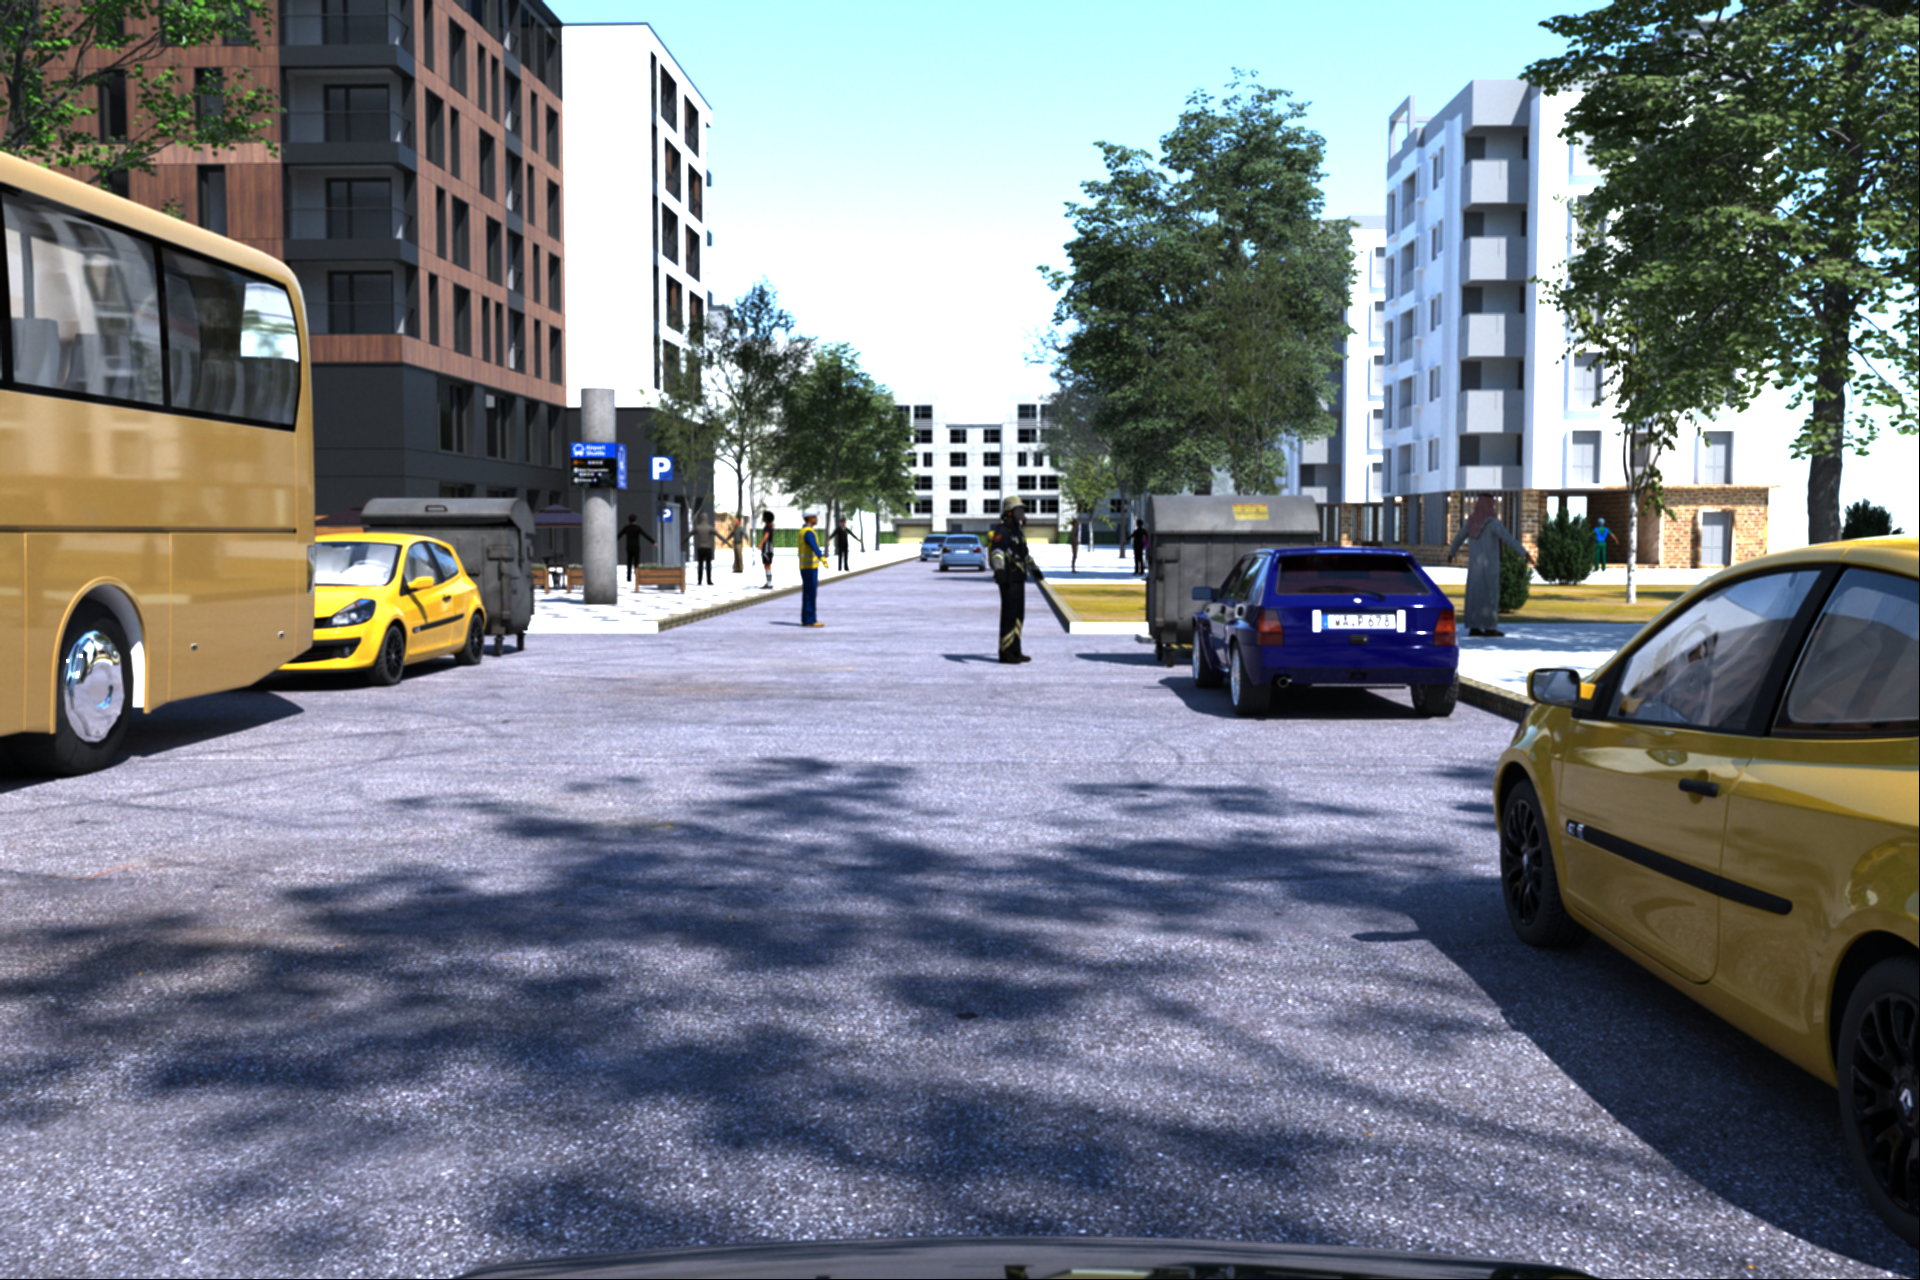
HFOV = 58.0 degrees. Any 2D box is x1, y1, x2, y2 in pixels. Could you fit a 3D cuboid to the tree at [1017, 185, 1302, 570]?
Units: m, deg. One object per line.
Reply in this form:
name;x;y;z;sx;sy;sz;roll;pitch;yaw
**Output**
tree;7.200;-9.286;62.189;12.009;13.543;11.850;0;3;0

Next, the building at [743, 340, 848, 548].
building;-21.056;-18.787;173.622;16.747;18.905;31.486;0;4;2

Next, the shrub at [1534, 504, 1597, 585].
shrub;15.172;-2.385;43.415;1.690;2.028;1.600;0;3;0

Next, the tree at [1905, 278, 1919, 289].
tree;20.092;-6.778;28.941;7.486;12.596;7.792;0;3;0

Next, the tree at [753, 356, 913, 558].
tree;-6.962;-9.583;91.092;8.767;10.594;7.601;-2;4;-27

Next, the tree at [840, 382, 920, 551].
tree;-6.570;-12.933;129.589;7.486;12.596;7.792;0;3;0

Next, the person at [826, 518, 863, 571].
person;-4.012;-3.286;59.658;1.347;1.837;0.705;-2;4;-26

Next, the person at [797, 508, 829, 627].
person;-2.299;-1.126;26.830;0.705;1.833;1.349;-1;4;-19

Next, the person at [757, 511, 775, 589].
person;-4.529;-2.102;40.514;0.704;1.843;1.345;0;4;2

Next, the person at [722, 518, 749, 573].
person;-7.302;-3.091;56.808;1.348;1.796;0.705;3;5;44

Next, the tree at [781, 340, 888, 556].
tree;-7.543;-11.234;101.808;7.486;12.596;7.792;0;3;0

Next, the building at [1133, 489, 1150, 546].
building;28.579;-19.863;191.221;16.747;18.905;31.486;0;4;2

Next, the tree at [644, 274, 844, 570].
tree;-7.640;-7.778;61.579;7.601;10.594;8.767;-1;4;-13

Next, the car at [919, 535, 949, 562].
car;-1.157;-4.857;91.408;2.014;1.417;4.499;0;4;1

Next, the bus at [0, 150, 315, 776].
bus;-6.401;-0.974;7.475;2.896;3.916;12.252;0;4;1

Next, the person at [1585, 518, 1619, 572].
person;21.865;-3.245;59.180;1.347;1.817;0.704;0;4;-1

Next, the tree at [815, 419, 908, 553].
tree;-6.934;-11.222;117.898;7.601;10.594;8.767;1;4;13

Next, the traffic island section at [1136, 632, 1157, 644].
traffic island section;3.373;-0.017;23.151;1.991;0.108;1.994;0;4;1

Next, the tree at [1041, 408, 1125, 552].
tree;9.418;-11.998;121.928;9.928;11.665;9.643;0;3;0

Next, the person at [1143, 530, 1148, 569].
person;6.851;-3.275;62.812;0.599;1.433;0.991;-2;4;-31

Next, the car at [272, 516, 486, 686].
car;-6.147;-0.449;17.558;2.015;1.641;3.980;0;4;1

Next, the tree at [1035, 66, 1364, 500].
tree;6.885;-8.716;49.157;9.857;13.997;8.962;0;3;0

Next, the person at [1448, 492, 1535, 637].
person;6.617;-0.957;21.788;0.704;1.811;1.347;-2;4;-32

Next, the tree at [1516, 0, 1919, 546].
tree;9.784;-6.162;18.874;7.486;12.596;7.792;0;3;0

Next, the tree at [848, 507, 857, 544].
tree;-13.834;-16.459;219.461;4.737;8.622;4.395;0;3;0

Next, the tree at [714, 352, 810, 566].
tree;-8.474;-7.262;69.096;4.360;8.622;3.978;0;3;0

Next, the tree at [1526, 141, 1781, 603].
tree;12.721;-4.988;31.916;4.737;8.622;4.395;0;3;0

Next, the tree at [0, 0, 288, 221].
tree;-11.595;-5.772;20.130;9.928;11.665;9.643;0;3;0

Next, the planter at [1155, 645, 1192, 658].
planter;3.368;0.021;20.796;1.991;0.319;1.994;0;4;2

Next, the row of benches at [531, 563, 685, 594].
row of benches;-8.015;-1.336;37.314;4.104;0.672;1.422;-1;4;-11

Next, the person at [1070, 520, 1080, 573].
person;3.868;-3.089;57.310;0.721;1.733;1.217;0;4;7

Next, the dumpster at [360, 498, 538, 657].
dumpster;-6.100;-0.764;20.707;1.865;1.857;1.264;0;4;1

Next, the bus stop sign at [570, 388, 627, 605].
bus stop sign;-6.556;-2.597;31.470;0.837;3.901;0.837;0;4;1

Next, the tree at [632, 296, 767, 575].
tree;-8.467;-6.342;54.052;4.360;8.622;3.978;0;3;0

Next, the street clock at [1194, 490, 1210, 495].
street clock;3.952;-1.453;28.331;0.358;2.002;0.471;0;4;2

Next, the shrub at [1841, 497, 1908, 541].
shrub;18.573;-1.928;35.559;1.661;2.075;1.752;0;3;0

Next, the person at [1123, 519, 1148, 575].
person;5.532;-2.898;54.102;1.216;1.740;0.721;-3;5;-42

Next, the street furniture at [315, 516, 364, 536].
street furniture;-15.376;-2.226;43.244;11.010;1.723;9.812;-2;4;-26

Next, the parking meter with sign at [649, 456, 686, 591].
parking meter with sign;-6.656;-2.657;39.700;0.543;3.016;1.738;0;4;2

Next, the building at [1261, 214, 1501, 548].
building;23.452;-15.157;104.236;16.016;20.090;11.380;0;4;1

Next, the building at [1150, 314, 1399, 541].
building;26.189;-19.288;146.291;19.493;23.208;18.063;0;4;2

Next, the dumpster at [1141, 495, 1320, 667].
dumpster;2.964;-0.664;19.080;1.865;1.857;1.264;0;4;1

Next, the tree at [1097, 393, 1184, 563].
tree;7.858;-7.777;77.515;4.360;8.622;3.978;0;3;0

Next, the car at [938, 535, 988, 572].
car;0.121;-3.363;66.993;2.014;1.417;4.499;0;4;2

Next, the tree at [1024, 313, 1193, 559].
tree;8.542;-10.961;89.584;12.009;13.543;11.850;0;3;0

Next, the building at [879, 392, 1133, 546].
building;6.398;-21.644;222.788;31.486;18.905;16.747;0;4;6

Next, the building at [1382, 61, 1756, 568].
building;23.935;-13.422;75.873;16.016;20.090;11.380;0;4;1

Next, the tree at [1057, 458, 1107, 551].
tree;9.057;-11.039;130.856;4.737;8.622;4.395;0;3;0

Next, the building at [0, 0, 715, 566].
building;-26.466;-13.701;67.986;27.936;21.610;32.646;0;4;2

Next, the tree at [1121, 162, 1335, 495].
tree;5.784;-5.140;34.396;4.360;8.622;3.978;0;3;0

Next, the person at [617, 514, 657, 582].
person;-8.735;-2.457;46.356;1.347;1.806;0.705;1;4;14

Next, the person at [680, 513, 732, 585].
person;-6.396;-2.280;43.404;1.348;1.813;0.705;0;4;5

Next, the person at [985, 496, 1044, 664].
person;0.605;-0.673;19.245;0.705;1.856;1.354;1;4;22

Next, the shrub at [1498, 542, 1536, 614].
shrub;8.802;-1.036;28.062;1.383;1.207;1.383;0;3;0

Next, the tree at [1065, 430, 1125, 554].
tree;8.407;-9.754;109.834;4.737;8.622;4.395;0;3;0

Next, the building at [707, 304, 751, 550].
building;-24.155;-17.567;143.643;16.016;20.090;11.380;0;4;1

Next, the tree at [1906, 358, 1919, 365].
tree;28.345;-8.286;42.127;9.857;13.997;8.962;0;3;0

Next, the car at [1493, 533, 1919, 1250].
car;2.770;0.329;4.846;2.015;1.641;3.980;0;4;1

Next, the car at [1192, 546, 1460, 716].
car;3.039;-0.147;14.983;1.945;1.354;3.894;0;4;1
